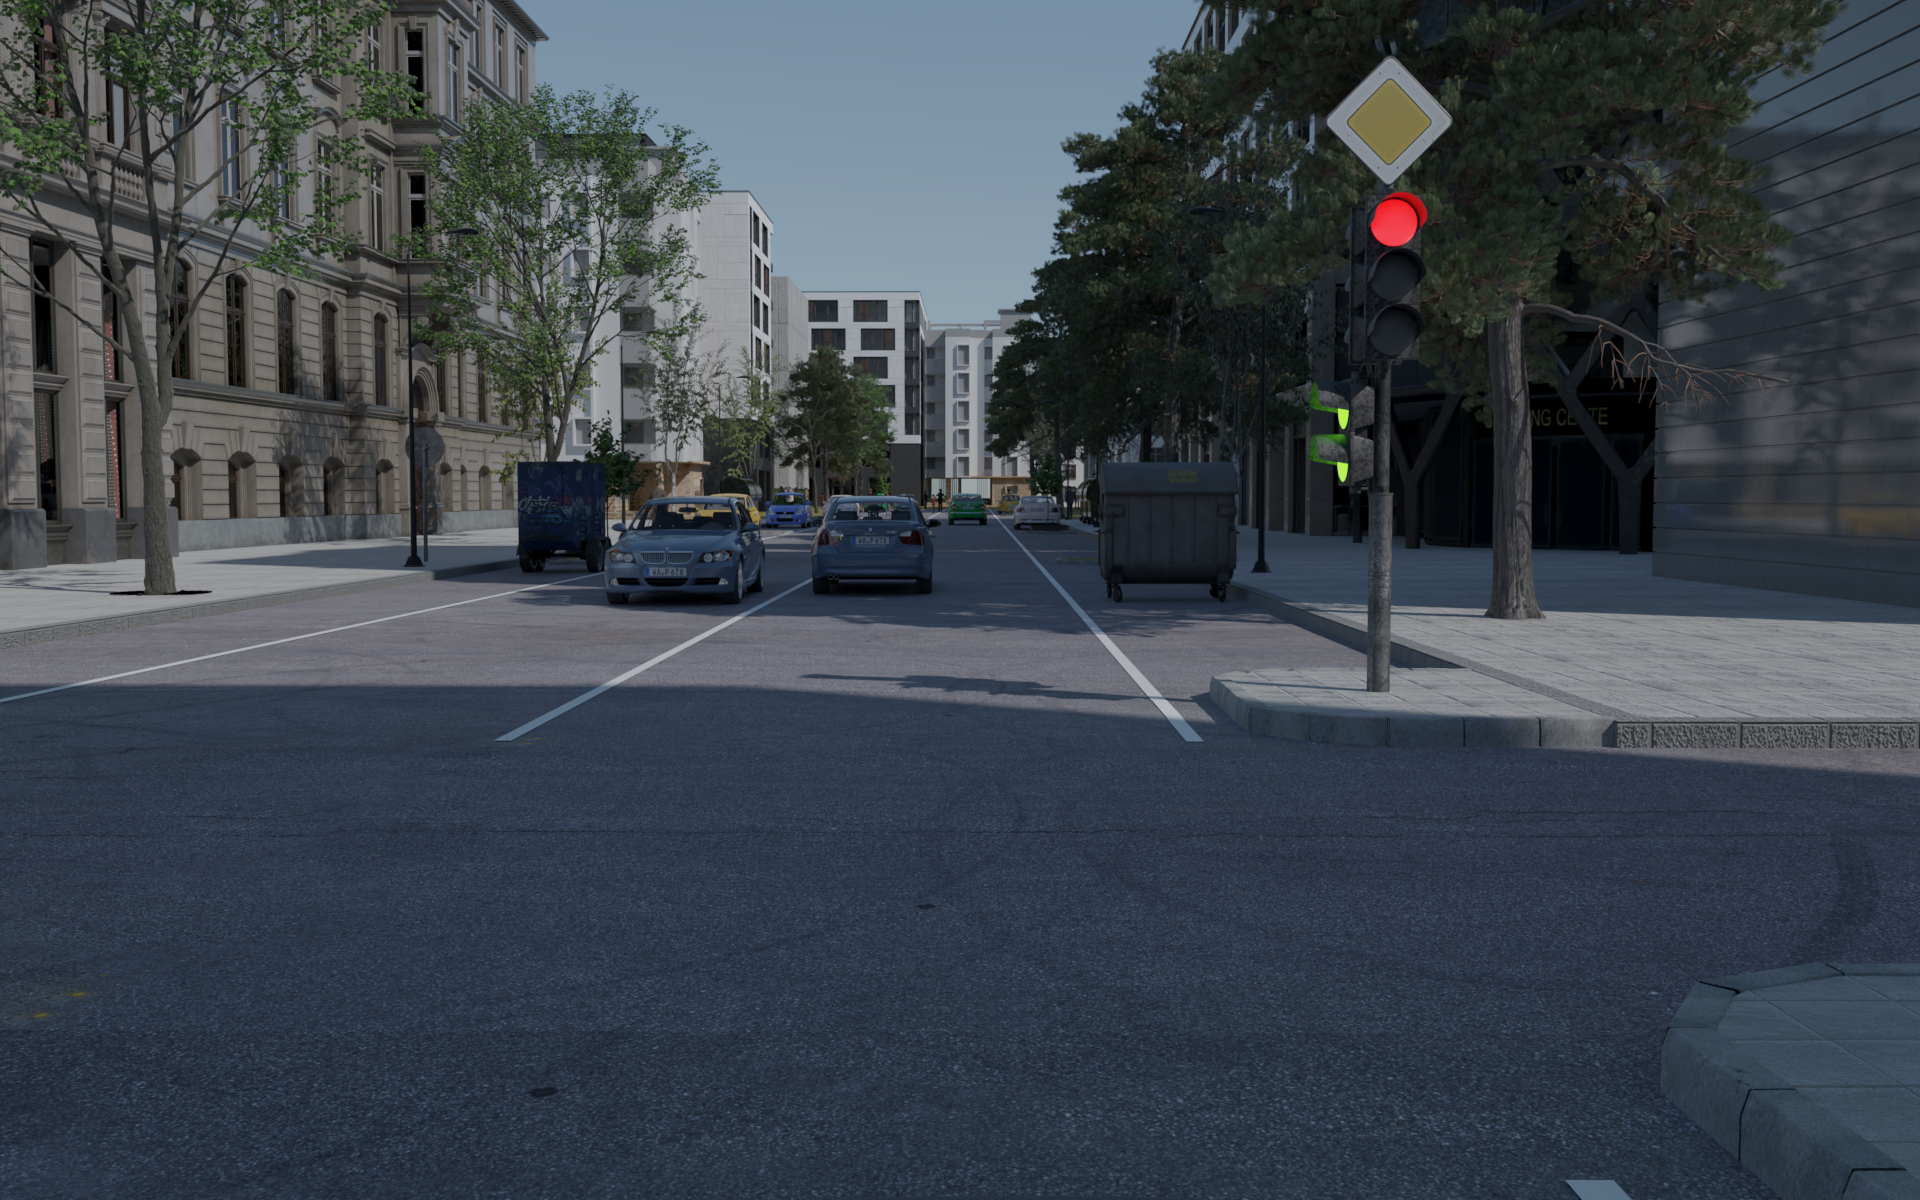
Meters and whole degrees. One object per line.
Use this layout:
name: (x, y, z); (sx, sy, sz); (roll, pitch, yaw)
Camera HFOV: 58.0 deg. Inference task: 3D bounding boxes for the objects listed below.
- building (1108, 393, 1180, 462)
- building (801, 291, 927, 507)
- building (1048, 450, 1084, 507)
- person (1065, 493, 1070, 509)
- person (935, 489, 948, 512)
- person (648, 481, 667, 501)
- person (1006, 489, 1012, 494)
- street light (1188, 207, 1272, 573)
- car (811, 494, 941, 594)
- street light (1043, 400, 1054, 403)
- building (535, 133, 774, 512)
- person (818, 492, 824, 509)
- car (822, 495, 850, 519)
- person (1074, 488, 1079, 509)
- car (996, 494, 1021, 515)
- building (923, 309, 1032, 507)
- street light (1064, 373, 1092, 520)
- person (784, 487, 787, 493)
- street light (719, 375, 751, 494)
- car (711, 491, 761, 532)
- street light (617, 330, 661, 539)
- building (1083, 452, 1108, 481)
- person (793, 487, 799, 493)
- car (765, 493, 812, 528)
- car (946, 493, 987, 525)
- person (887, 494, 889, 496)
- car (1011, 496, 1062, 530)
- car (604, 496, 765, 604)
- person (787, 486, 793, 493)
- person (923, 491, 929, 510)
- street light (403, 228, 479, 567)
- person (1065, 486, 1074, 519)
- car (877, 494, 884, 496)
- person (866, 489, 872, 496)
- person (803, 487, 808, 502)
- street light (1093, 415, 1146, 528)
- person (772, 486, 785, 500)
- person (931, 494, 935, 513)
building: (15.030, -10.376, 111.793); (9.099, 9.664, 28.070); (0, 4, 1)
building: (-20.201, -21.072, 188.504); (32.646, 21.610, 27.936); (0, 4, 1)
building: (22.427, -14.529, 179.702); (28.070, 9.664, 9.099); (0, 4, 1)
person: (7.760, -6.962, 123.105); (0.697, 1.427, 0.421); (-3, 5, -44)
person: (-1.563, -7.827, 136.109); (1.348, 1.869, 0.705); (1, 4, 21)
person: (-11.141, -3.511, 64.004); (0.990, 1.755, 0.434); (2, 4, 23)
person: (3.447, -7.002, 123.072); (1.348, 1.812, 0.705); (-3, 4, -36)
street light: (4.385, -3.402, 28.156); (1.470, 5.913, 1.316); (0, 4, 1)
car: (-1.283, -0.870, 26.224); (2.014, 1.417, 4.499); (0, 4, -1)
street light: (4.822, -6.937, 85.954); (1.470, 5.913, 1.316); (0, 4, 1)
building: (-28.137, -16.563, 114.777); (27.936, 21.610, 32.646); (0, 4, 1)
person: (-11.482, -8.293, 144.885); (1.065, 1.426, 0.557); (2, 4, 26)
car: (-6.892, -5.395, 100.567); (2.083, 1.381, 4.827); (0, 4, 2)
person: (9.881, -8.569, 146.166); (1.348, 1.822, 0.705); (1, 4, 14)
car: (3.512, -6.709, 119.919); (2.015, 1.641, 3.980); (0, 4, 1)
building: (1.905, -19.987, 183.202); (11.380, 20.091, 16.016); (0, 4, 1)
street light: (4.730, -5.741, 66.408); (1.470, 5.913, 1.316); (0, 4, 1)
person: (-13.031, -7.628, 130.630); (0.599, 1.838, 0.709); (-2, 4, -27)
street light: (-8.873, -5.832, 67.891); (1.470, 5.913, 1.316); (0, 4, 1)
car: (-7.404, -2.746, 55.117); (2.015, 1.641, 3.980); (0, 4, 1)
street light: (-9.029, -4.685, 49.134); (1.470, 5.913, 1.316); (0, 4, 1)
building: (19.502, -16.844, 141.857); (16.747, 18.905, 31.486); (0, 4, 1)
person: (-12.106, -7.461, 128.127); (0.705, 1.812, 1.348); (3, 5, 40)
car: (-7.264, -3.916, 73.610); (1.945, 1.707, 3.694); (0, 3, 0)
car: (0.331, -4.425, 81.142); (1.959, 1.807, 4.718); (0, 4, -1)
person: (-4.519, -5.963, 109.222); (0.991, 1.433, 0.599); (1, 4, 18)
car: (3.112, -3.557, 70.523); (2.083, 1.381, 4.827); (0, 4, 1)
car: (-3.739, -0.740, 24.097); (2.014, 1.417, 4.499); (0, 4, -1)
person: (-9.929, -5.769, 101.042); (0.621, 1.740, 0.551); (-2, 4, -34)
person: (-3.093, -9.229, 160.213); (0.721, 1.723, 1.217); (-2, 4, -26)
street light: (-9.092, -3.537, 30.375); (1.470, 5.913, 1.316); (0, 4, 1)
person: (5.618, -4.989, 88.538); (0.541, 1.710, 0.530); (-1, 4, -23)
car: (-6.571, -7.730, 135.177); (1.959, 1.807, 4.718); (0, 4, 0)
person: (-5.431, -5.828, 104.306); (1.217, 1.766, 0.721); (-2, 4, -25)
person: (-11.176, -7.203, 124.347); (0.750, 1.759, 0.617); (2, 4, 29)
street light: (4.488, -4.570, 47.254); (1.470, 5.913, 1.316); (0, 4, 1)
person: (-11.538, -6.458, 111.640); (0.705, 1.822, 1.348); (3, 5, 41)
person: (-2.005, -7.247, 130.255); (0.557, 1.426, 1.065); (1, 4, 9)
